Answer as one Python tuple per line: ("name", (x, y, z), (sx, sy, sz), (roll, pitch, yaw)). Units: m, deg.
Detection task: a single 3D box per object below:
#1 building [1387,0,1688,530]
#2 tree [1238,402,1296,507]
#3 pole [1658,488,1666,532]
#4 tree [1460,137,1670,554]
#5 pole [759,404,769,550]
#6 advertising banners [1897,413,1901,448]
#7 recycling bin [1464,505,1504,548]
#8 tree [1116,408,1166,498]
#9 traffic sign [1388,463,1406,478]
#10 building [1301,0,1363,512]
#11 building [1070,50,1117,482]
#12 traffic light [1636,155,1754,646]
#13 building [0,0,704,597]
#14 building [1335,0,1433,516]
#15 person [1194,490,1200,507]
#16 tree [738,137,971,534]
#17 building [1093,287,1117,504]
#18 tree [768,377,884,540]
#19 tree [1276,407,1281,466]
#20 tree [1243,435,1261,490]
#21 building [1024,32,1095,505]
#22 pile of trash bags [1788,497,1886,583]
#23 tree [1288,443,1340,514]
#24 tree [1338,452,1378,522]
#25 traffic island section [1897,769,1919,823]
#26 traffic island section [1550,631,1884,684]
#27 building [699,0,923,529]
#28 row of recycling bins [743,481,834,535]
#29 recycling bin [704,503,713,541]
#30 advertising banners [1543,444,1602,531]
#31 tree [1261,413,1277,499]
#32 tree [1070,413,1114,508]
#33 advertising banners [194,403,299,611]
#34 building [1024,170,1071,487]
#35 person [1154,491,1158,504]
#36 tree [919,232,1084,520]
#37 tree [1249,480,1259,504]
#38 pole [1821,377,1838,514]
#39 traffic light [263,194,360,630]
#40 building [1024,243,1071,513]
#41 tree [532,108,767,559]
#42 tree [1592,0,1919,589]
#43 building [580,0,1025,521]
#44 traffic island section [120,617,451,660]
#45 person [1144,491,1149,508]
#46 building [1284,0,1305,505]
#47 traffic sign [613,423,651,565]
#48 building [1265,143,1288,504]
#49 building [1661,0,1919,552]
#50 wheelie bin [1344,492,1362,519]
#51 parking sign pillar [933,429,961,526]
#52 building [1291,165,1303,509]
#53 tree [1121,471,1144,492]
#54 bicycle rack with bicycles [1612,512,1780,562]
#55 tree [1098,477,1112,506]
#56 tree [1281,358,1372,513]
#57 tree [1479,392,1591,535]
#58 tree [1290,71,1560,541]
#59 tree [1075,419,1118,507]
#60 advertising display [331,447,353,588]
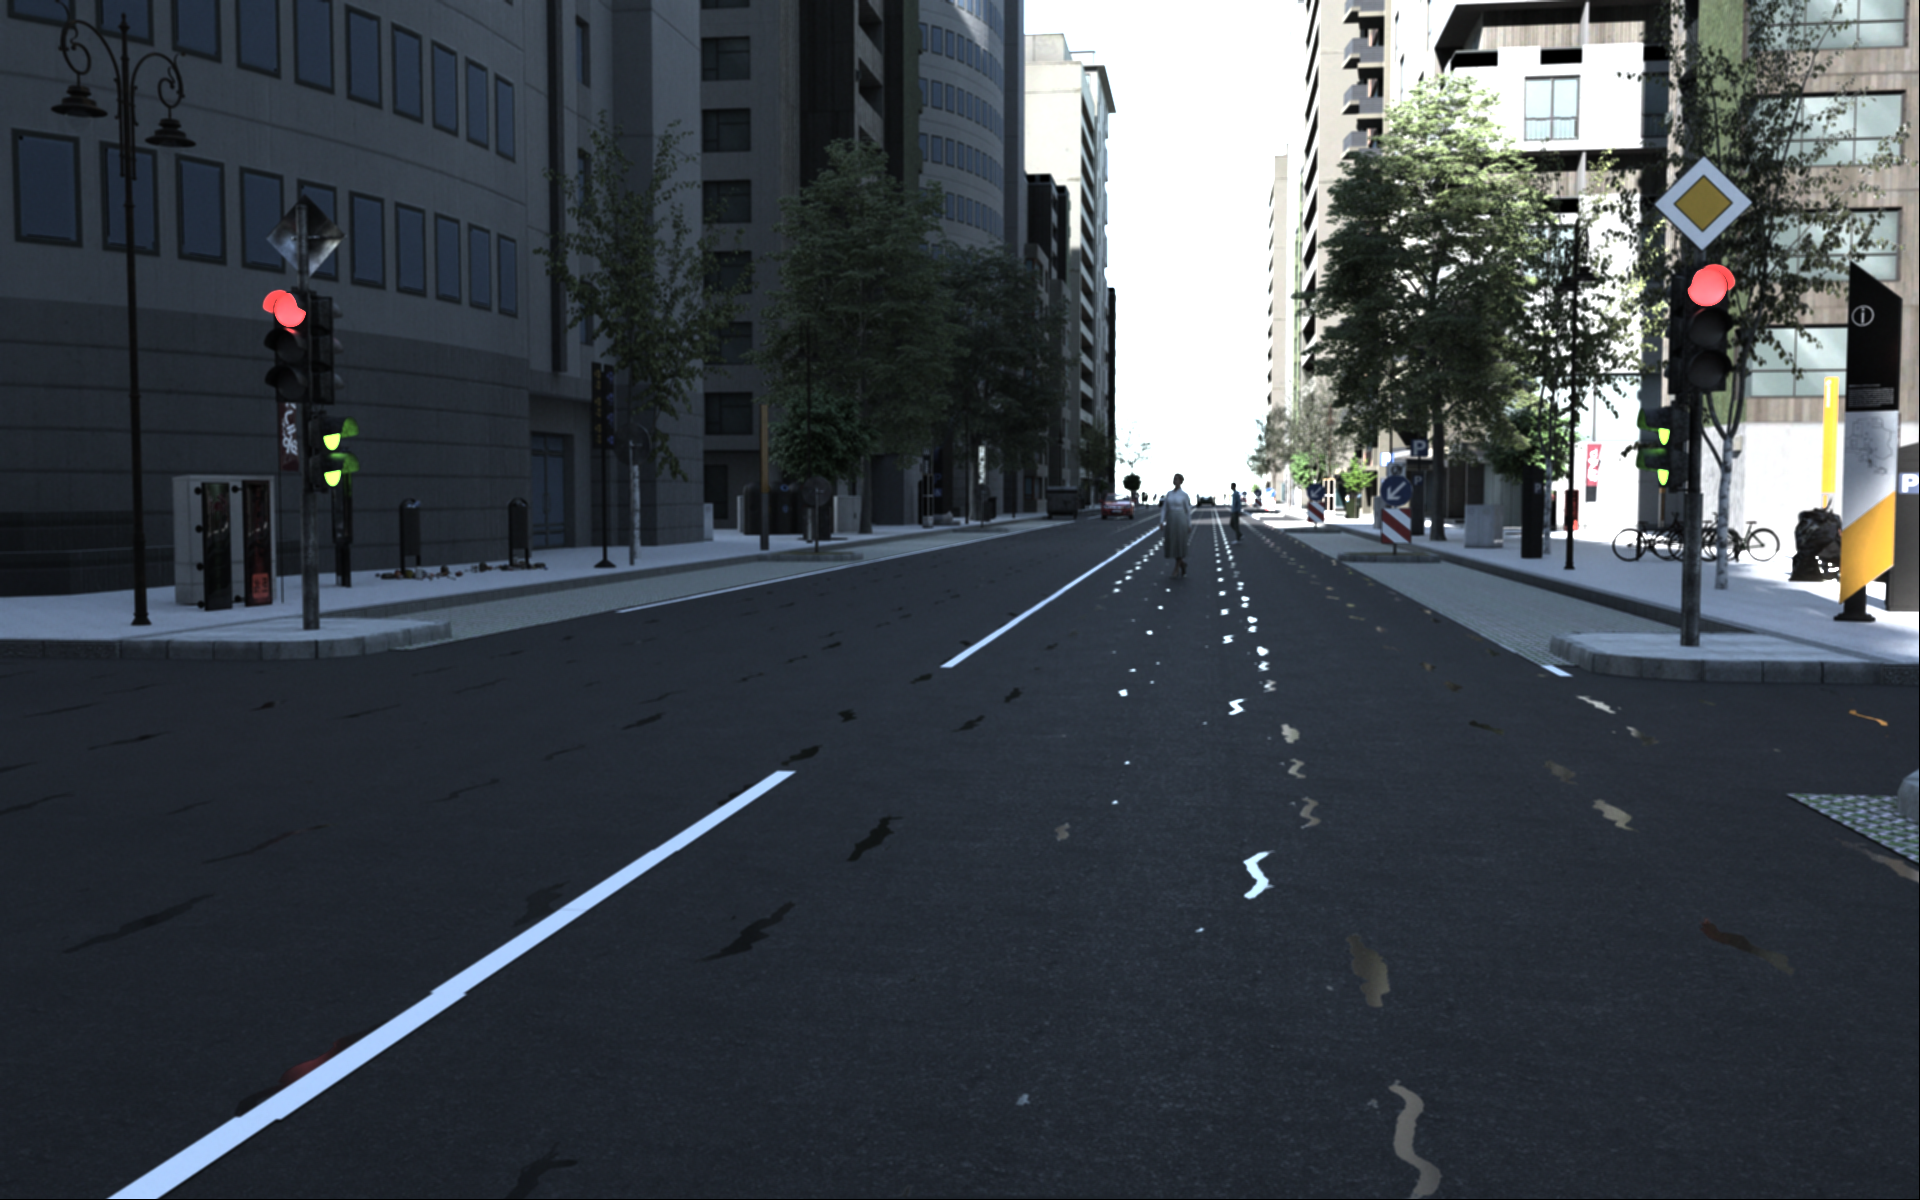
("building", (33.035, -29.524, 71.953), (28.713, 52.752, 27.495), (1, 4, 8))
("tree", (31.865, -14.668, 174.241), (8.767, 10.594, 7.601), (3, 4, 39))
("pole", (23.915, -3.982, 58.944), (0.158, 3.312, 0.155), (0, 3, 0))
("tree", (12.757, -5.279, 36.666), (4.737, 8.622, 4.395), (0, 3, 0))
("pole", (-4.470, -2.793, 39.515), (0.158, 3.312, 0.155), (0, 3, 0))
("advertising banners", (20.120, -2.493, 36.941), (0.090, 3.025, 2.074), (1, 4, 18))
("recycling bin", (12.509, -1.761, 41.346), (0.722, 1.027, 0.722), (3, 4, 36))
("tree", (24.493, -20.692, 248.689), (12.009, 13.543, 11.850), (0, 3, 0))
("traffic sign", (14.189, -3.316, 56.349), (0.606, 2.300, 0.079), (1, 4, 9))
("building", (38.017, -31.247, 134.593), (21.300, 48.544, 21.600), (1, 4, 8))
("building", (4.162, -38.135, 212.741), (28.713, 52.752, 27.495), (1, 4, 8))
("traffic light", (6.156, -1.567, 14.539), (0.839, 4.253, 0.868), (1, 4, 8))
("building", (-19.262, -29.998, 32.463), (21.231, 58.520, 28.212), (1, 4, 8))
("building", (35.754, -27.813, 109.359), (22.147, 44.769, 28.867), (1, 4, 8))
("person", (25.884, -11.037, 188.939), (0.705, 1.826, 1.348), (2, 4, 35))
("tree", (-3.295, -8.442, 56.154), (7.486, 12.596, 7.792), (0, 3, 0))
("building", (13.645, -28.216, 233.033), (14.160, 30.474, 14.107), (1, 4, 8))
("tree", (-3.850, -3.977, 48.736), (4.285, 4.588, 4.351), (0, 3, 0))
("tree", (20.884, -9.238, 101.408), (4.360, 8.622, 3.978), (0, 3, 0))
("tree", (35.321, -15.339, 201.149), (4.360, 8.622, 3.978), (0, 3, 0))
("building", (3.202, -34.507, 187.890), (21.300, 48.544, 21.600), (1, 4, 8))
("pile of trash bags", (13.747, -1.011, 26.282), (1.912, 1.369, 3.447), (2, 4, 33))
("tree", (22.713, -7.790, 111.074), (4.285, 4.588, 4.351), (0, 3, 0))
("tree", (18.230, -5.234, 80.173), (1.663, 3.219, 1.824), (0, 3, 0))
("traffic island section", (5.053, 0.950, 6.744), (2.009, 0.180, 2.903), (1, 4, 8))
("traffic island section", (6.194, 0.467, 14.647), (2.009, 0.180, 2.903), (1, 4, 8))
("building", (-9.530, -18.179, 68.927), (14.160, 30.474, 14.107), (1, 4, 8))
("row of recycling bins", (-5.504, -2.955, 55.424), (1.069, 1.692, 3.534), (3, 5, 42))
("recycling bin", (-7.249, -2.139, 47.522), (0.722, 1.027, 0.722), (-3, 4, -38))
("advertising banners", (21.236, -3.913, 60.170), (2.074, 3.025, 0.090), (0, 4, 1))
("tree", (23.228, -10.342, 119.459), (4.360, 8.622, 3.978), (0, 3, 0))
("tree", (12.031, -12.607, 156.493), (4.360, 8.622, 3.978), (0, 3, 0))
("advertising banners", (-8.065, -1.443, 19.784), (0.090, 3.025, 2.074), (1, 4, 11))
("building", (2.383, -23.534, 156.484), (14.160, 30.474, 14.107), (1, 4, 8))
("person", (28.133, -14.680, 248.390), (0.709, 1.838, 0.599), (2, 4, 28))
("tree", (0.859, -10.902, 84.903), (9.857, 13.997, 8.962), (0, 3, 0))
("tree", (40.020, -14.742, 235.633), (1.663, 3.219, 1.824), (0, 3, 0))
("pole", (15.233, -2.234, 30.362), (0.158, 3.312, 0.155), (0, 3, 0))
("traffic light", (-6.130, -1.674, 16.291), (0.839, 4.253, 0.868), (1, 4, 8))
("building", (-6.286, -17.788, 135.880), (27.650, 21.520, 28.899), (1, 4, 8))
("tree", (-6.162, -5.117, 34.022), (4.737, 8.622, 4.395), (0, 3, 0))
("tree", (10.457, -4.464, 23.351), (4.360, 8.622, 3.978), (0, 3, 0))
("building", (-7.957, -34.507, 106.194), (21.231, 58.520, 28.212), (1, 4, 8))
("traffic island section", (-6.168, 0.358, 16.431), (2.009, 0.180, 2.903), (1, 4, 8))
("person", (19.153, -10.315, 177.979), (0.721, 1.723, 1.217), (2, 4, 23))
("building", (49.876, -40.709, 207.598), (21.231, 58.520, 28.212), (1, 4, 8))
("traffic sign", (-5.915, -1.898, 31.142), (0.768, 2.556, 0.104), (1, 4, 17))
("building", (52.544, -37.303, 233.599), (21.300, 48.544, 21.600), (1, 4, 8))
("building", (25.436, -16.629, 43.590), (14.160, 30.474, 14.107), (1, 4, 8))
("wheelie bin", (20.105, -4.931, 88.526), (0.693, 1.594, 0.980), (3, 5, 40))
("parking sign pillar", (-0.693, -5.041, 70.886), (1.447, 3.967, 1.447), (1, 4, 19))
("building", (36.874, -23.340, 153.314), (14.160, 30.474, 14.107), (1, 4, 8))
("tree", (23.700, -15.547, 237.912), (4.285, 4.588, 4.351), (0, 3, 0))
("bicycle rack with bicycles", (14.258, -1.232, 33.533), (2.925, 0.926, 2.852), (2, 4, 24))
("tree", (15.728, -12.011, 190.988), (1.663, 3.219, 1.824), (0, 3, 0))
("tree", (20.086, -8.730, 93.097), (4.360, 8.622, 3.978), (0, 3, 0))
("tree", (18.198, -4.361, 55.008), (4.285, 4.588, 4.351), (0, 3, 0))
("tree", (12.819, -7.911, 47.466), (7.486, 12.596, 7.792), (0, 3, 0))
("tree", (12.931, -13.277, 167.436), (4.737, 8.622, 4.395), (0, 3, 0))
("advertising display", (-8.602, -1.155, 24.105), (0.123, 1.923, 0.974), (-2, 4, -29))
